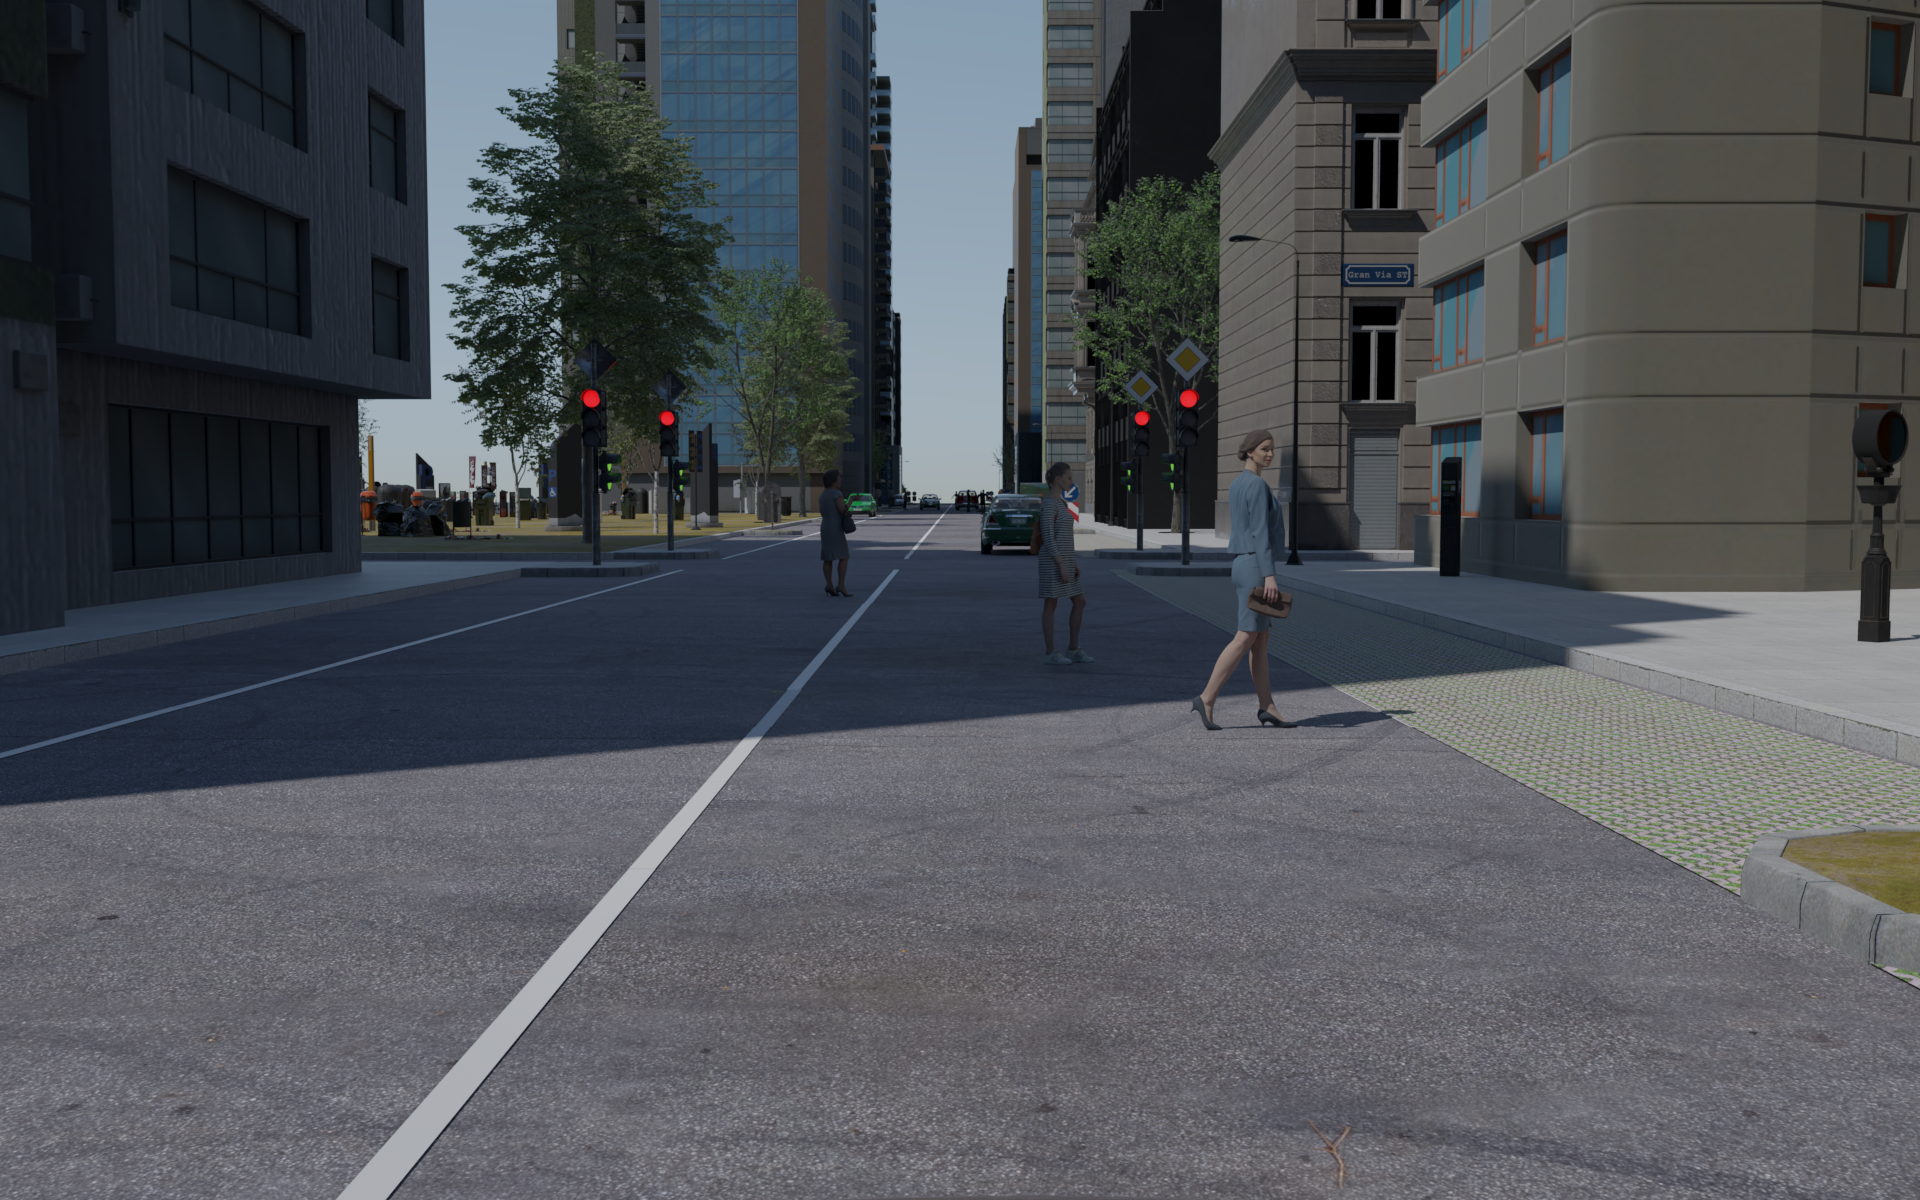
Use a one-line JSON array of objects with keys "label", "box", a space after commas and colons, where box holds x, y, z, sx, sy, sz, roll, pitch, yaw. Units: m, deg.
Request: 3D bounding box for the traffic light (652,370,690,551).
[{"label": "traffic light", "box": [-6.547, -3.074, 39.187, 0.839, 4.253, 0.868, 0, 3, 0]}]

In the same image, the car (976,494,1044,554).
[{"label": "car", "box": [1.447, -1.881, 42.558, 2.131, 1.459, 4.920, 0, 4, 2]}]

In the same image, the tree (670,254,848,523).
[{"label": "tree", "box": [-8.666, -9.227, 76.612, 9.928, 11.665, 9.643, 0, 3, 0]}]

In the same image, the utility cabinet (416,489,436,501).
[{"label": "utility cabinet", "box": [-25.563, -4.544, 82.970, 0.318, 1.500, 1.173, 1, 4, 20]}]

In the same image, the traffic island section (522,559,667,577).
[{"label": "traffic island section", "box": [-6.592, -0.554, 31.337, 2.009, 0.180, 2.903, 0, 3, 0]}]

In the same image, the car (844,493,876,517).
[{"label": "car", "box": [-6.244, -6.104, 108.599, 1.959, 1.807, 4.718, 0, 4, 1]}]

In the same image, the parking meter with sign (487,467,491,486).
[{"label": "parking meter with sign", "box": [-30.747, -7.126, 112.769, 0.543, 3.016, 1.738, -2, 4, -27]}]

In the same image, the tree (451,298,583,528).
[{"label": "tree", "box": [-16.617, -6.979, 64.474, 4.360, 8.622, 3.978, 0, 3, 0]}]

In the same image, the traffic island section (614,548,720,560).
[{"label": "traffic island section", "box": [-6.587, -1.042, 39.322, 2.009, 0.180, 2.903, 0, 3, 0]}]

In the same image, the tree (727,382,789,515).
[{"label": "tree", "box": [-12.473, -9.552, 106.533, 4.360, 8.622, 3.978, 0, 3, 0]}]

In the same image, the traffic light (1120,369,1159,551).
[{"label": "traffic light", "box": [4.064, -3.075, 39.197, 0.839, 4.253, 0.868, 0, 3, 0]}]

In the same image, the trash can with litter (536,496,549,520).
[{"label": "trash can with litter", "box": [-20.677, -4.600, 86.593, 1.055, 1.170, 0.624, 1, 4, 21]}]

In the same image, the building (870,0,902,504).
[{"label": "building", "box": [-19.087, -56.776, 240.958, 22.319, 86.520, 31.000, 0, 3, 0]}]

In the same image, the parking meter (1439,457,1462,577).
[{"label": "parking meter", "box": [7.656, -1.303, 27.021, 0.255, 1.863, 0.399, 2, 4, 27]}]

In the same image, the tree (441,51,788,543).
[{"label": "tree", "box": [-9.283, -7.760, 45.006, 7.486, 12.596, 7.792, 0, 3, 0]}]

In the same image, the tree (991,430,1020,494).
[{"label": "tree", "box": [5.994, -15.148, 198.029, 4.360, 8.622, 3.978, 0, 3, 0]}]

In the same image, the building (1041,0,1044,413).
[{"label": "building", "box": [20.823, -33.953, 144.370, 28.713, 52.752, 27.495, 0, 3, 0]}]

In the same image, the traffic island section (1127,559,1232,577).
[{"label": "traffic island section", "box": [4.100, -0.553, 31.326, 2.009, 0.180, 2.903, 0, 3, 0]}]

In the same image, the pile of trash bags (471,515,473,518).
[{"label": "pile of trash bags", "box": [-27.373, -5.015, 91.749, 3.447, 1.369, 1.912, 3, 5, 42]}]

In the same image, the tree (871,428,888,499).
[{"label": "tree", "box": [-9.628, -14.678, 190.349, 4.737, 8.622, 4.395, 0, 3, 0]}]

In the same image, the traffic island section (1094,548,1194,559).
[{"label": "traffic island section", "box": [4.104, -1.042, 39.311, 2.009, 0.180, 2.903, 0, 3, 0]}]

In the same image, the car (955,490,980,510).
[{"label": "car", "box": [0.654, -8.811, 152.725, 2.281, 1.827, 5.304, 0, 4, 0]}]

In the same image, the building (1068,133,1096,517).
[{"label": "building", "box": [13.348, -16.947, 96.166, 14.460, 24.649, 34.723, 0, 3, 0]}]

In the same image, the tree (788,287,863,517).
[{"label": "tree", "box": [-8.923, -10.829, 95.186, 7.486, 12.596, 7.792, 0, 3, 0]}]

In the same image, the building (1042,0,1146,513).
[{"label": "building", "box": [12.880, -26.927, 123.857, 14.154, 41.232, 14.086, 0, 3, 0]}]

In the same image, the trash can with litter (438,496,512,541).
[{"label": "trash can with litter", "box": [-13.650, -2.316, 48.924, 2.233, 1.210, 1.678, -3, 4, -36]}]

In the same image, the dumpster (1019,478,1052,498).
[{"label": "dumpster", "box": [3.962, -4.999, 86.680, 1.985, 2.255, 1.502, 0, 4, 0]}]

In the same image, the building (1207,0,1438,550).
[{"label": "building", "box": [19.599, -15.104, 44.209, 25.104, 27.353, 12.463, 0, 3, 0]}]

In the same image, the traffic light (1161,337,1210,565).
[{"label": "traffic light", "box": [4.060, -2.587, 31.212, 0.839, 4.253, 0.868, 0, 3, 0]}]

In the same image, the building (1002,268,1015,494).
[{"label": "building", "box": [12.917, -27.525, 221.736, 14.160, 30.474, 14.107, 0, 3, 0]}]

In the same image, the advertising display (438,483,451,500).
[{"label": "advertising display", "box": [-29.800, -5.808, 100.175, 0.123, 1.923, 0.974, 1, 4, 21]}]

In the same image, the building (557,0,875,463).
[{"label": "building", "box": [-23.307, -35.618, 171.588, 28.713, 52.752, 27.495, 0, 3, 0]}]

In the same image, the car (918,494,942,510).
[{"label": "car", "box": [-2.711, -8.837, 156.280, 2.131, 1.459, 4.920, 0, 4, -1]}]

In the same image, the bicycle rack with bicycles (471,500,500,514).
[{"label": "bicycle rack with bicycles", "box": [-29.870, -5.860, 109.190, 2.925, 0.926, 2.852, -2, 4, -31]}]

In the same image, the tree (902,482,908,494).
[{"label": "tree", "box": [-9.019, -17.086, 273.957, 1.663, 3.219, 1.824, 0, 3, 0]}]

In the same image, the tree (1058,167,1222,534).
[{"label": "tree", "box": [7.065, -7.975, 56.148, 9.928, 11.665, 9.643, 0, 3, 0]}]

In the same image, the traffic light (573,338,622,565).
[{"label": "traffic light", "box": [-6.552, -2.586, 31.202, 0.839, 4.253, 0.868, 0, 3, 0]}]

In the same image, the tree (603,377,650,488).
[{"label": "tree", "box": [-18.808, -8.957, 96.811, 4.737, 8.622, 4.395, 0, 3, 0]}]

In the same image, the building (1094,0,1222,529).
[{"label": "building", "box": [12.260, -14.715, 70.261, 12.332, 23.373, 15.834, 0, 3, 0]}]

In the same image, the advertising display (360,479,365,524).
[{"label": "advertising display", "box": [-25.464, -4.190, 73.723, 0.123, 1.923, 0.974, -1, 4, -9]}]

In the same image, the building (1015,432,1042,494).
[{"label": "building", "box": [17.220, -52.632, 173.206, 22.319, 86.520, 31.000, 0, 3, 0]}]

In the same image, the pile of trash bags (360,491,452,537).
[{"label": "pile of trash bags", "box": [-17.252, -2.659, 53.223, 3.447, 1.369, 1.912, 2, 4, 32]}]

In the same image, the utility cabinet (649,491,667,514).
[{"label": "utility cabinet", "box": [-19.092, -6.165, 109.477, 1.173, 1.500, 0.318, -3, 5, -43]}]

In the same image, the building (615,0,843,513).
[{"label": "building", "box": [-15.765, -28.889, 122.453, 14.600, 45.320, 14.200, 0, 3, 0]}]

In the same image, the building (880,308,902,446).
[{"label": "building", "box": [-16.219, -30.182, 265.179, 14.160, 30.474, 14.107, 0, 3, 0]}]

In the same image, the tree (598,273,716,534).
[{"label": "tree", "box": [-9.854, -6.451, 55.842, 4.360, 8.622, 3.978, 0, 3, 0]}]

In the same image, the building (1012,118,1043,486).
[{"label": "building", "box": [13.613, -34.052, 206.868, 14.600, 45.320, 14.200, 0, 3, 0]}]

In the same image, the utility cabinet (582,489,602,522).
[{"label": "utility cabinet", "box": [-16.556, -4.190, 77.188, 1.173, 1.500, 0.318, 0, 4, -7]}]

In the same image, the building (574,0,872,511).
[{"label": "building", "box": [-18.602, -36.772, 143.219, 21.231, 58.520, 28.212, 0, 3, 0]}]

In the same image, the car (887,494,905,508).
[{"label": "car", "box": [-6.301, -9.880, 173.542, 2.014, 1.417, 4.499, 0, 3, 0]}]

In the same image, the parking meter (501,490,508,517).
[{"label": "parking meter", "box": [-25.499, -5.417, 96.974, 0.372, 1.533, 0.369, 0, 3, 0]}]

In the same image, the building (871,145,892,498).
[{"label": "building", "box": [-19.807, -34.112, 212.355, 22.147, 44.769, 28.867, 0, 3, 0]}]

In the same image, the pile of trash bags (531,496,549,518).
[{"label": "pile of trash bags", "box": [-23.385, -5.559, 100.638, 1.912, 1.369, 3.447, -3, 4, -38]}]

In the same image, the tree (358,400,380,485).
[{"label": "tree", "box": [-35.582, -9.184, 100.525, 4.360, 8.622, 3.978, 0, 3, 0]}]
